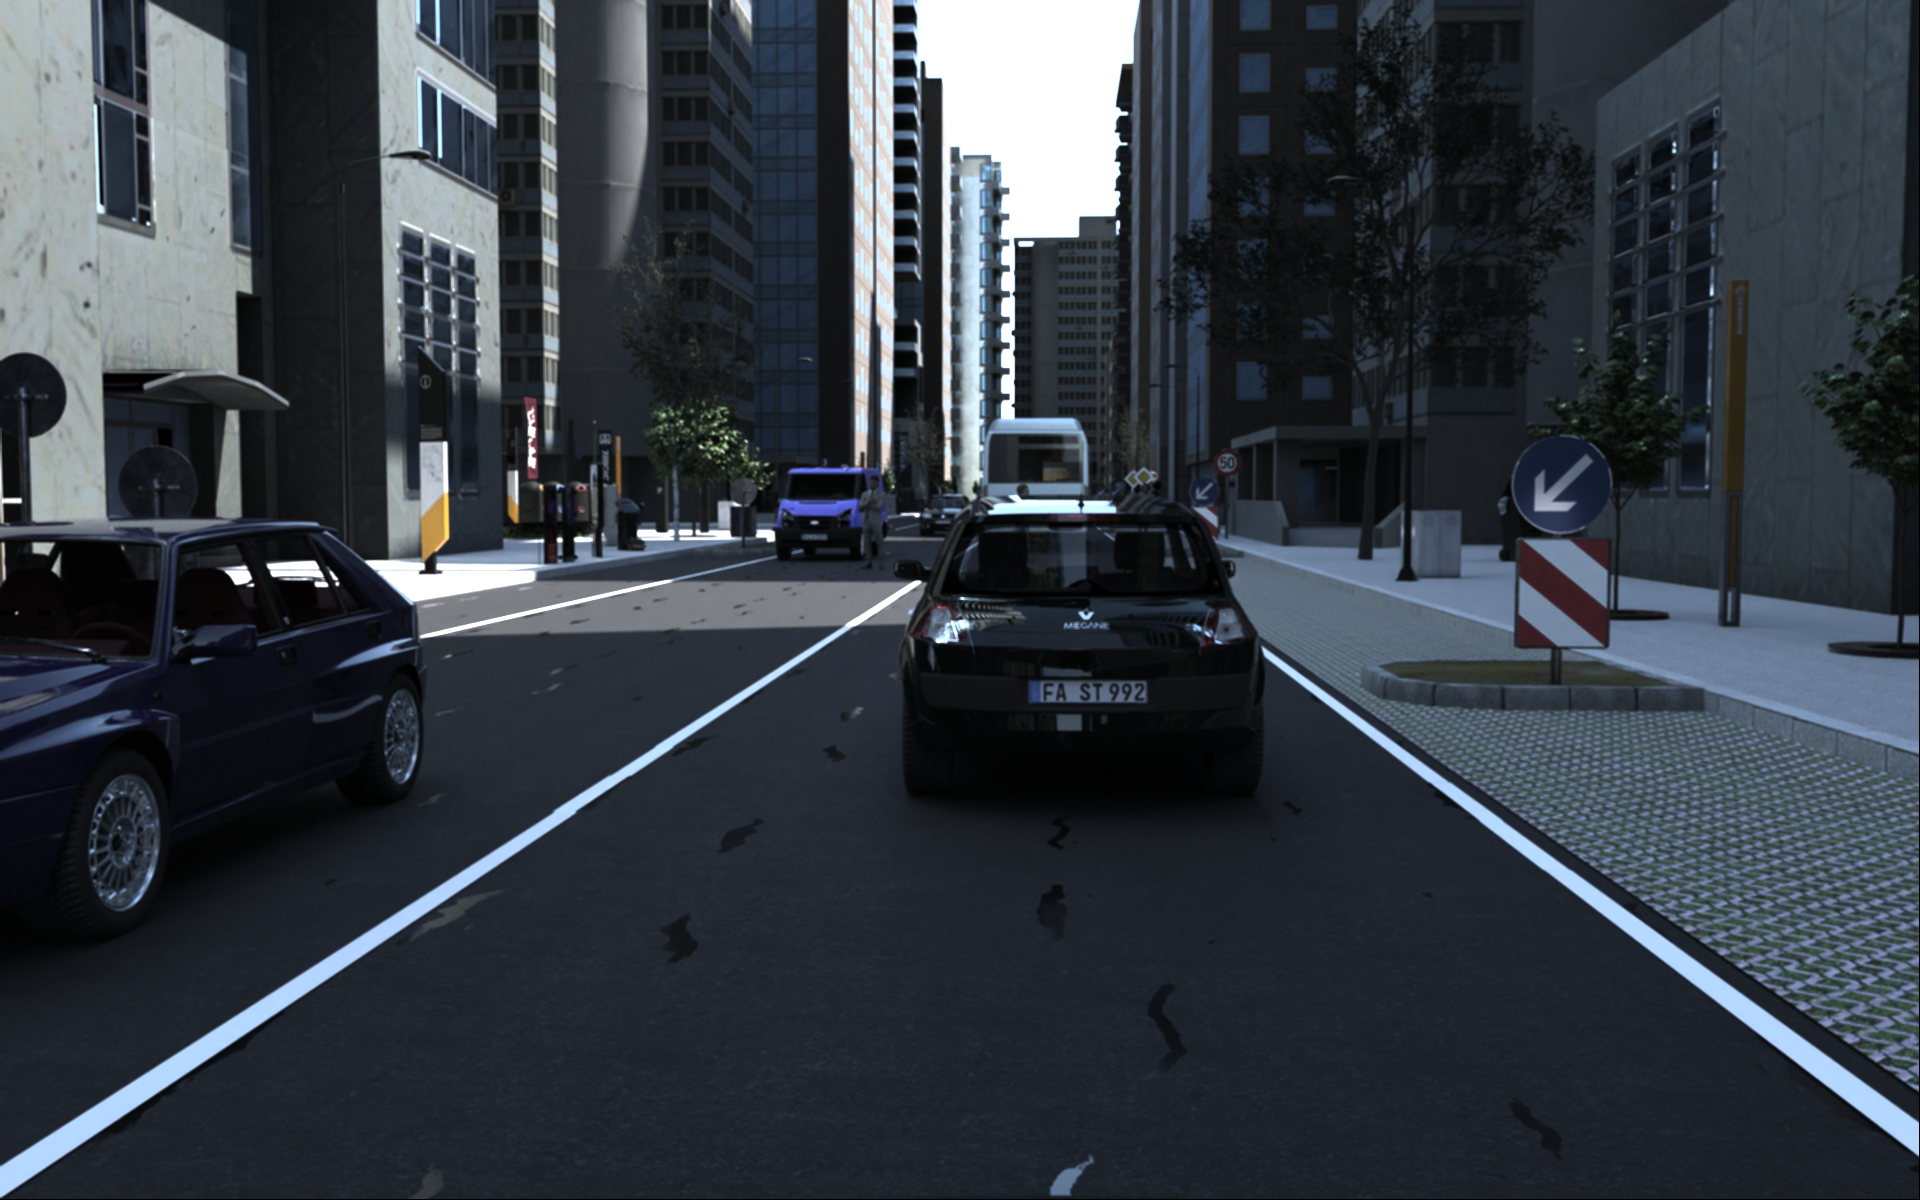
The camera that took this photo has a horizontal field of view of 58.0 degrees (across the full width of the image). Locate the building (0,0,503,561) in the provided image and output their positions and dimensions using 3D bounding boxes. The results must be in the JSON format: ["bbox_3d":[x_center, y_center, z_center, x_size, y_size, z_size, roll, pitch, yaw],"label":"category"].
[{"bbox_3d":[-20.614,-43.431,22.762,22.319,86.520,31.000,0,4,3],"label":"building"}]

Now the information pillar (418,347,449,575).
[{"bbox_3d":[-8.375,-2.212,27.518,0.504,3.616,0.183,1,4,22],"label":"information pillar"}]

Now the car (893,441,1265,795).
[{"bbox_3d":[0.602,0.008,9.660,2.009,1.686,4.222,0,4,1],"label":"car"}]

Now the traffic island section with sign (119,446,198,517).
[{"bbox_3d":[-6.527,-0.299,13.515,1.989,1.847,2.006,0,4,3],"label":"traffic island section with sign"}]

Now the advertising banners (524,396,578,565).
[{"bbox_3d":[-7.538,-2.184,31.889,0.090,3.025,2.074,1,4,12],"label":"advertising banners"}]

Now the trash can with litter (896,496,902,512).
[{"bbox_3d":[-4.433,-6.557,118.592,0.624,1.170,1.055,1,4,17],"label":"trash can with litter"}]

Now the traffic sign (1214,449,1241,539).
[{"bbox_3d":[7.618,-3.018,49.447,0.768,2.556,0.104,0,4,5],"label":"traffic sign"}]

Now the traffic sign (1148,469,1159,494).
[{"bbox_3d":[9.619,-5.309,86.908,0.768,2.556,0.104,0,4,7],"label":"traffic sign"}]

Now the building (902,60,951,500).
[{"bbox_3d":[-8.306,-32.635,183.693,14.600,45.320,14.200,0,4,3],"label":"building"}]

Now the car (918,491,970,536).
[{"bbox_3d":[-0.420,-3.114,60.700,2.009,1.686,4.222,0,4,4],"label":"car"}]

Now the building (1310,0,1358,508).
[{"bbox_3d":[21.534,-29.262,128.542,14.600,45.320,14.200,0,4,3],"label":"building"}]

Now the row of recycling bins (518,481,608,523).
[{"bbox_3d":[-13.045,-3.059,57.136,1.069,1.692,3.534,3,4,39],"label":"row of recycling bins"}]

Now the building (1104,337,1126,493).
[{"bbox_3d":[31.324,-21.993,204.623,27.650,21.520,28.899,0,4,3],"label":"building"}]

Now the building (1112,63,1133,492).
[{"bbox_3d":[26.744,-31.820,174.881,22.147,44.769,28.867,0,4,3],"label":"building"}]

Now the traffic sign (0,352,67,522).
[{"bbox_3d":[-8.415,-0.948,15.605,0.768,2.556,0.104,0,4,5],"label":"traffic sign"}]

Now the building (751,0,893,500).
[{"bbox_3d":[-12.600,-29.503,132.488,14.600,45.320,14.200,0,4,3],"label":"building"}]

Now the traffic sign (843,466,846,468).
[{"bbox_3d":[-4.186,-3.615,62.755,0.795,2.450,0.064,0,4,3],"label":"traffic sign"}]

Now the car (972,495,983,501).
[{"bbox_3d":[1.905,-6.792,123.044,2.014,1.417,4.499,0,4,4],"label":"car"}]

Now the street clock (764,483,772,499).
[{"bbox_3d":[-10.702,-5.614,96.354,0.471,2.002,0.358,-1,4,-21],"label":"street clock"}]

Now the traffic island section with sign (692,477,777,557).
[{"bbox_3d":[-5.085,-1.945,40.432,1.989,1.847,2.006,0,4,3],"label":"traffic island section with sign"}]

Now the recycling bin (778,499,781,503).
[{"bbox_3d":[-9.938,-5.266,98.658,0.722,1.027,0.722,3,4,38],"label":"recycling bin"}]

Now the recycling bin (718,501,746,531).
[{"bbox_3d":[-7.980,-2.938,60.588,0.722,1.027,0.722,2,4,31],"label":"recycling bin"}]

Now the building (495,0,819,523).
[{"bbox_3d":[-23.178,-23.939,83.282,32.217,40.220,23.993,0,4,3],"label":"building"}]

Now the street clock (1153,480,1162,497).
[{"bbox_3d":[10.458,-5.335,91.802,0.358,2.002,0.471,-2,4,-32],"label":"street clock"}]

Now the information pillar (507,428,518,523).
[{"bbox_3d":[-15.848,-4.283,61.382,0.504,3.616,0.183,3,4,37],"label":"information pillar"}]

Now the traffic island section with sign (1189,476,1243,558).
[{"bbox_3d":[5.427,-1.903,39.736,1.989,1.847,2.006,0,4,3],"label":"traffic island section with sign"}]

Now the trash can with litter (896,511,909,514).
[{"bbox_3d":[-4.068,-6.319,114.368,2.233,1.210,1.678,-1,4,-15],"label":"trash can with litter"}]

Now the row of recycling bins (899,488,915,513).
[{"bbox_3d":[-3.824,-7.027,122.007,1.069,1.692,3.534,0,4,7],"label":"row of recycling bins"}]

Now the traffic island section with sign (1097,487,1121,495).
[{"bbox_3d":[8.385,-5.292,95.159,1.989,1.847,2.006,0,4,3],"label":"traffic island section with sign"}]

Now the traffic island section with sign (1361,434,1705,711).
[{"bbox_3d":[3.951,-0.227,12.345,1.989,1.847,2.006,0,4,3],"label":"traffic island section with sign"}]

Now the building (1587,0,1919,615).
[{"bbox_3d":[20.739,-42.658,10.129,22.319,86.520,31.000,0,4,3],"label":"building"}]

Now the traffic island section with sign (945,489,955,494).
[{"bbox_3d":[-0.655,-6.998,123.053,1.989,1.847,2.006,0,4,3],"label":"traffic island section with sign"}]

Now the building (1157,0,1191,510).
[{"bbox_3d":[21.986,-34.063,98.921,21.231,58.520,28.212,0,4,3],"label":"building"}]

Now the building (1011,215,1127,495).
[{"bbox_3d":[19.278,-33.786,244.289,23.993,40.220,32.217,0,4,3],"label":"building"}]

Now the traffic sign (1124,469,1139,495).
[{"bbox_3d":[7.018,-4.067,70.134,0.795,2.450,0.064,0,4,3],"label":"traffic sign"}]

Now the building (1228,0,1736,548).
[{"bbox_3d":[24.364,-21.742,47.370,32.217,40.220,23.993,0,4,3],"label":"building"}]

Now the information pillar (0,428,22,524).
[{"bbox_3d":[-9.007,-0.723,16.312,0.304,2.012,0.304,2,4,23],"label":"information pillar"}]

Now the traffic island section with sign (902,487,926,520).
[{"bbox_3d":[-2.137,-5.321,95.628,1.989,1.847,2.006,0,4,3],"label":"traffic island section with sign"}]

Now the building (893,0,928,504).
[{"bbox_3d":[-13.747,-51.833,160.135,22.319,86.520,31.000,0,4,3],"label":"building"}]

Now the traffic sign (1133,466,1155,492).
[{"bbox_3d":[6.591,-3.579,62.160,0.795,2.450,0.064,0,4,3],"label":"traffic sign"}]

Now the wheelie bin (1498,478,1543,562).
[{"bbox_3d":[10.753,-1.534,32.993,0.980,1.594,0.693,-1,4,-19],"label":"wheelie bin"}]

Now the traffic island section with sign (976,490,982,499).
[{"bbox_3d":[1.976,-10.016,172.389,1.989,1.847,2.006,0,4,3],"label":"traffic island section with sign"}]

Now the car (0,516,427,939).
[{"bbox_3d":[-3.506,0.352,6.831,1.945,1.354,3.894,0,4,2],"label":"car"}]

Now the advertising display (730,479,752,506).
[{"bbox_3d":[-7.829,-3.468,61.910,0.974,1.923,0.123,2,4,35],"label":"advertising display"}]

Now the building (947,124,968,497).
[{"bbox_3d":[-15.163,-36.103,209.888,30.456,49.044,23.786,0,4,3],"label":"building"}]

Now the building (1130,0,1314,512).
[{"bbox_3d":[22.384,-30.752,152.900,14.600,45.320,14.200,0,4,3],"label":"building"}]

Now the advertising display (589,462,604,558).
[{"bbox_3d":[-7.417,-1.843,35.354,0.123,1.923,0.974,-1,4,-21],"label":"advertising display"}]

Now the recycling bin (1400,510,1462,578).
[{"bbox_3d":[7.267,-0.868,26.747,0.722,1.027,0.722,0,4,-7],"label":"recycling bin"}]

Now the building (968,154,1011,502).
[{"bbox_3d":[-8.107,-38.051,241.740,30.456,49.044,23.786,0,4,3],"label":"building"}]

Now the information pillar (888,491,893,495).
[{"bbox_3d":[-5.094,-7.458,126.433,0.304,2.012,0.304,3,5,39],"label":"information pillar"}]

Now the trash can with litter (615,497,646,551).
[{"bbox_3d":[-7.450,-1.718,39.482,0.624,1.170,1.055,-2,4,-34],"label":"trash can with litter"}]
